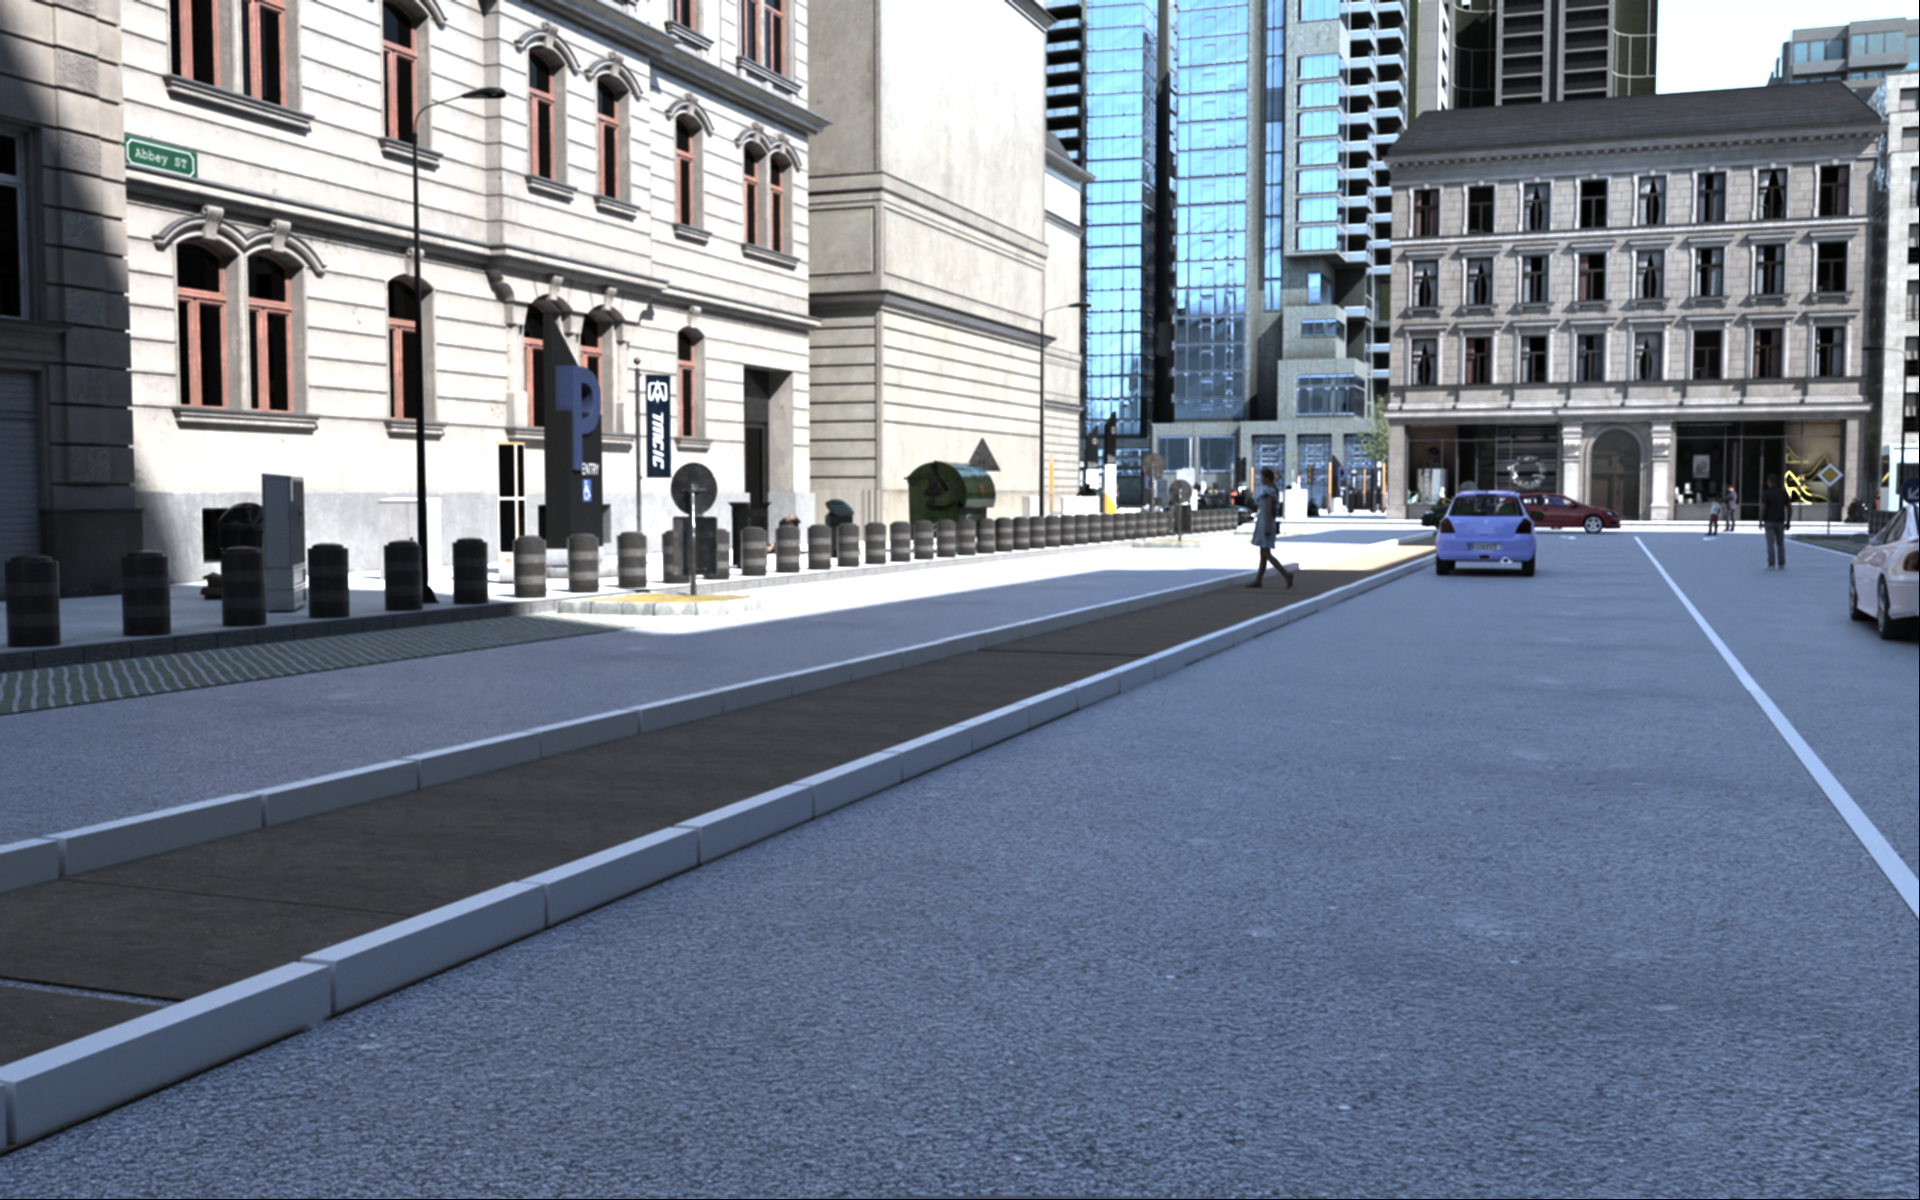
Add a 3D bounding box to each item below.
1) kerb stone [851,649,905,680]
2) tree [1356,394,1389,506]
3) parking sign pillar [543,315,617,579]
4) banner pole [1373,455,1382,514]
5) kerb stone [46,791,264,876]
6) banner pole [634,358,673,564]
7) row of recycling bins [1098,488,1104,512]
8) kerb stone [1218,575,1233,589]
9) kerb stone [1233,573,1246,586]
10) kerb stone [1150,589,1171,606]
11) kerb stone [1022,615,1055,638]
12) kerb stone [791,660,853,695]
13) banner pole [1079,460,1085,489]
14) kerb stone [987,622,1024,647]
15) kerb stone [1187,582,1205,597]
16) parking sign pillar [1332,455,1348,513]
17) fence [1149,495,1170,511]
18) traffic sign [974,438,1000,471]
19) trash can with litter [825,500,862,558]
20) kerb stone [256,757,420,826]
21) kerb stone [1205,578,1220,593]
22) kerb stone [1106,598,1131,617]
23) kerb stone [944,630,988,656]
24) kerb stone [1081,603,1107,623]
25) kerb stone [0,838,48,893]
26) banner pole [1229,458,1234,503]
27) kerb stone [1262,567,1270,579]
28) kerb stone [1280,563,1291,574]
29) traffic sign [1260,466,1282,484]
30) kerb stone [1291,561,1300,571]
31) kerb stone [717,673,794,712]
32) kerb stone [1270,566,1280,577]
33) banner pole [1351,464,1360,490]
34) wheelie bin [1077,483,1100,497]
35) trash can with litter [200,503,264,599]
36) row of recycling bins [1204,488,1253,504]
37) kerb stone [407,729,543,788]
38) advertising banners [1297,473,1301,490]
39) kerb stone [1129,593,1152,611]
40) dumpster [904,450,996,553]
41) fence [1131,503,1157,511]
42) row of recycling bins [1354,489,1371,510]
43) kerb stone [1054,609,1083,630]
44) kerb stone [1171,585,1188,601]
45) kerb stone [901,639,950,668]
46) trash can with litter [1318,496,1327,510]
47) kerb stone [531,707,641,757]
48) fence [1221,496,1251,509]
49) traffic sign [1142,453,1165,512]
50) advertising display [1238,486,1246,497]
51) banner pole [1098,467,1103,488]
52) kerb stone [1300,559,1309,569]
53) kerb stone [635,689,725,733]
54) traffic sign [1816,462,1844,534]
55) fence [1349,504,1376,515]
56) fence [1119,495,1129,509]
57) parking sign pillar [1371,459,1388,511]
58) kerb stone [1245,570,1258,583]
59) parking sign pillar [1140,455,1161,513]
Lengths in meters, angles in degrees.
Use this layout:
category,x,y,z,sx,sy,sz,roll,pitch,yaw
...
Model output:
category,x,y,z,sx,sy,sz,roll,pitch,yaw
kerb stone,-0.703,0.524,13.683,0.120,0.150,1.000,1,4,20
tree,31.187,-10.791,126.796,4.737,8.622,4.395,0,3,0
parking sign pillar,-5.958,-2.340,26.725,1.447,3.967,1.447,1,4,10
banner pole,26.692,-7.388,110.810,0.863,3.779,0.401,-2,4,-29
kerb stone,-3.209,0.933,6.937,0.120,0.150,1.000,1,4,20
banner pole,-5.716,-2.566,31.973,0.863,3.779,0.401,-2,4,-28
row of recycling bins,9.957,-7.046,122.316,1.069,1.692,3.534,0,4,1
kerb stone,3.932,-0.245,26.204,0.120,0.150,1.000,1,4,20
kerb stone,4.295,-0.304,27.169,0.120,0.150,1.000,1,4,20
kerb stone,2.513,-0.010,22.358,0.120,0.150,1.000,1,4,20
kerb stone,0.732,0.286,17.534,0.120,0.150,1.000,1,4,20
kerb stone,-1.061,0.582,12.722,0.120,0.150,1.000,1,4,20
banner pole,7.580,-7.351,110.205,0.863,3.779,0.401,-1,4,-21
kerb stone,0.370,0.346,16.573,0.120,0.150,1.000,1,4,20
kerb stone,3.231,-0.127,24.279,0.120,0.150,1.000,1,4,20
parking sign pillar,26.445,-8.090,120.740,1.447,3.967,1.447,3,5,43
fence,15.422,-7.337,131.160,2.264,1.192,0.480,2,4,25
traffic sign,0.508,-2.456,40.155,0.884,2.594,0.081,1,4,21
trash can with litter,-2.279,-1.431,34.786,0.624,1.170,1.055,-2,4,-31
kerb stone,-2.848,0.878,7.905,0.120,0.150,1.000,1,4,20
kerb stone,3.584,-0.184,25.241,0.120,0.150,1.000,1,4,20
kerb stone,1.799,0.108,20.424,0.120,0.150,1.000,1,4,20
kerb stone,0.007,0.403,15.614,0.120,0.150,1.000,1,4,20
kerb stone,1.433,0.167,19.462,0.120,0.150,1.000,1,4,20
kerb stone,-3.568,0.993,5.965,0.120,0.150,1.000,1,4,20
banner pole,18.825,-7.955,120.073,0.401,3.779,0.863,-1,4,-17
kerb stone,5.009,-0.421,29.090,0.120,0.150,1.000,1,4,20
kerb stone,5.731,-0.540,31.023,0.120,0.150,1.000,1,4,20
traffic sign,10.984,-3.520,61.199,0.795,2.450,0.064,1,4,20
kerb stone,6.085,-0.598,31.984,0.120,0.150,1.000,1,4,20
kerb stone,-1.418,0.638,11.759,0.120,0.150,1.000,1,4,20
kerb stone,5.367,-0.481,30.055,0.120,0.150,1.000,1,4,20
banner pole,33.204,-9.496,145.272,0.863,3.779,0.401,1,4,11
wheelie bin,3.797,-2.673,51.612,0.693,1.594,0.980,1,4,18
trash can with litter,-8.944,-0.616,21.464,0.624,1.170,1.055,0,4,2
row of recycling bins,18.962,-7.061,122.564,3.534,1.692,1.069,1,4,19
kerb stone,-2.489,0.815,8.864,0.120,0.150,1.000,1,4,20
advertising banners,27.906,-9.099,144.950,2.074,3.025,0.090,-3,5,-42
kerb stone,2.154,0.050,21.386,0.120,0.150,1.000,1,4,20
dumpster,-0.237,-2.174,38.036,1.502,2.255,1.985,1,4,20
fence,12.115,-6.043,114.177,2.069,0.683,0.278,3,4,36
row of recycling bins,33.295,-8.228,141.639,1.069,1.692,3.534,-2,4,-35
kerb stone,1.084,0.226,18.496,0.120,0.150,1.000,1,4,20
kerb stone,2.869,-0.069,23.320,0.120,0.150,1.000,1,4,20
kerb stone,-0.341,0.465,14.650,0.120,0.150,1.000,1,4,20
trash can with litter,29.171,-7.890,140.051,2.233,1.210,1.678,-2,4,-24
kerb stone,-2.140,0.756,9.830,0.120,0.150,1.000,1,4,20
fence,15.787,-5.419,99.799,2.264,1.192,0.480,2,4,34
traffic sign,5.988,-3.285,53.810,0.768,2.556,0.104,2,4,29
advertising display,23.668,-8.573,145.389,0.974,1.923,0.123,-3,5,-41
banner pole,11.256,-9.198,140.408,0.863,3.779,0.401,-2,4,-30
kerb stone,6.445,-0.658,32.953,0.120,0.150,1.000,1,4,20
kerb stone,-1.773,0.697,10.797,0.120,0.150,1.000,1,4,20
traffic sign,27.618,-3.143,55.033,0.795,2.450,0.064,1,4,20
fence,24.461,-5.495,105.224,0.278,0.683,2.069,-3,5,-40
fence,13.544,-8.479,149.832,2.264,1.192,0.480,2,4,32
parking sign pillar,32.288,-8.853,133.226,1.447,3.967,1.447,3,4,36
kerb stone,4.656,-0.363,28.128,0.120,0.150,1.000,1,4,20
parking sign pillar,13.125,-7.992,119.138,1.447,3.967,1.447,-1,4,-18
